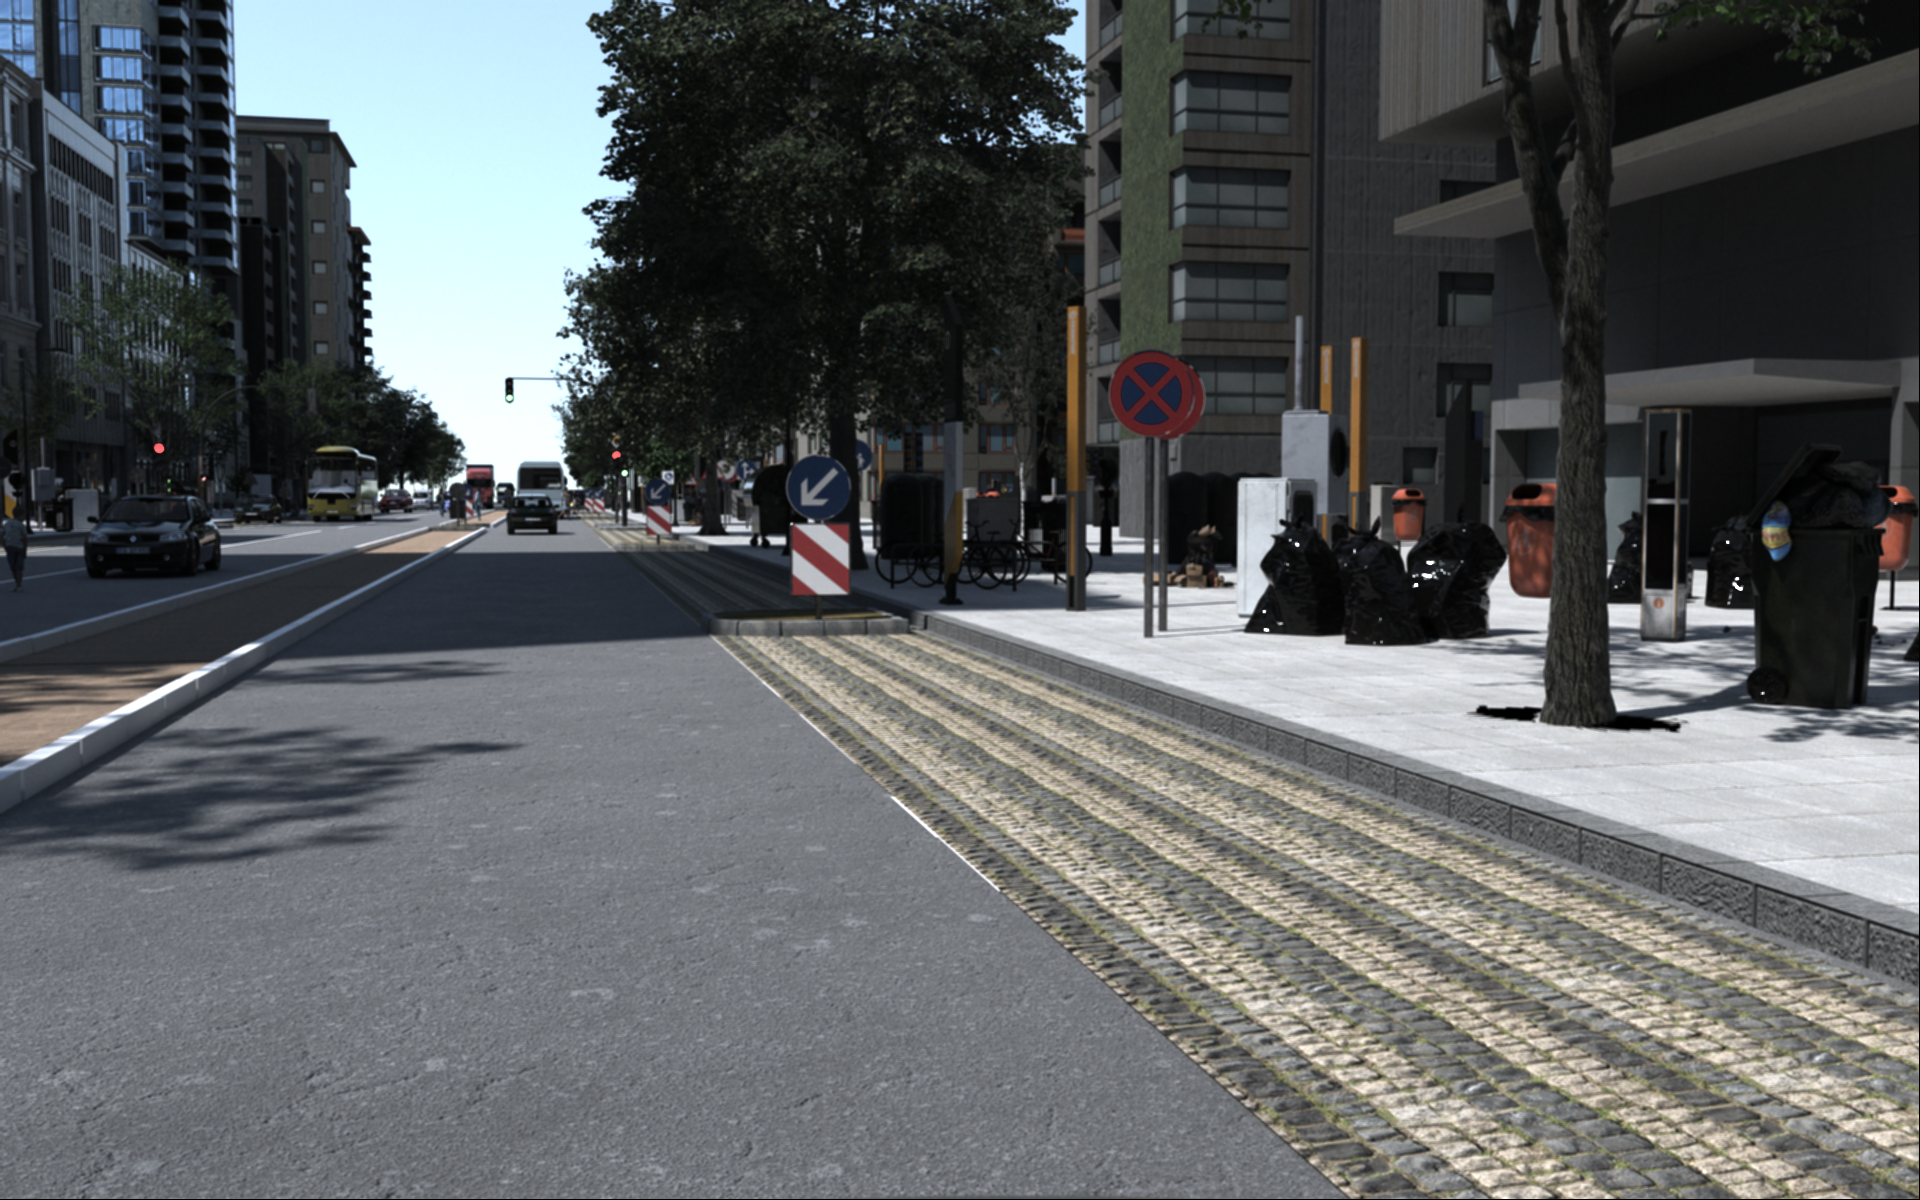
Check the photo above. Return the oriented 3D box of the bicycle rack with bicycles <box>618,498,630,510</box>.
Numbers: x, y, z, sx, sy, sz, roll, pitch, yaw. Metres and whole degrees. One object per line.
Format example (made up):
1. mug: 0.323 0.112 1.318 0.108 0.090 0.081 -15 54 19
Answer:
1. bicycle rack with bicycles: -27.311 -7.865 141.980 2.852 0.926 2.925 -2 4 -26

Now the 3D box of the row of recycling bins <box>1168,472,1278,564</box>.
1. row of recycling bins: 5.063 -1.578 32.913 1.069 1.692 3.534 3 5 41

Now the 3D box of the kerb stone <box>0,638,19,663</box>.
1. kerb stone: -8.241 0.440 14.997 0.120 0.150 1.000 -1 4 -13

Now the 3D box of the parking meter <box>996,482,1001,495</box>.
1. parking meter: 1.815 -4.623 81.297 0.255 1.863 0.399 0 3 0

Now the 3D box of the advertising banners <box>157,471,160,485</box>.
1. advertising banners: -55.353 -7.672 121.626 2.074 3.025 0.090 -1 4 -15

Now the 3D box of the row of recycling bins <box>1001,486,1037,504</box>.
1. row of recycling bins: 2.925 -4.857 86.532 1.069 1.692 3.534 -1 4 -19

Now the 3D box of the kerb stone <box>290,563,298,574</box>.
1. kerb stone: -12.000 -0.535 30.937 0.120 0.150 1.000 -1 4 -13

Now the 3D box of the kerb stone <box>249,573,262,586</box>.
1. kerb stone: -11.053 -0.291 26.959 0.120 0.150 1.000 -1 4 -13

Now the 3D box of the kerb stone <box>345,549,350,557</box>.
1. kerb stone: -13.891 -1.020 38.922 0.120 0.150 1.000 -1 4 -13

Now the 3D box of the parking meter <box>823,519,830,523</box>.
1. parking meter: -3.394 -2.433 45.490 0.255 1.863 0.399 3 5 41

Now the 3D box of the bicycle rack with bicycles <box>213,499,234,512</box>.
1. bicycle rack with bicycles: -59.154 -7.630 138.140 2.852 0.926 2.925 1 4 15

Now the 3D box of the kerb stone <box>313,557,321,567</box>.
1. kerb stone: -12.706 -0.718 33.931 0.120 0.150 1.000 -1 4 -13

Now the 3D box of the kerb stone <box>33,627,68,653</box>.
1. kerb stone: -8.462 0.384 15.995 0.120 0.150 1.000 -1 4 -13

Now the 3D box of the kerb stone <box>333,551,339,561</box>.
1. kerb stone: -13.413 -0.899 36.921 0.120 0.150 1.000 -1 4 -13

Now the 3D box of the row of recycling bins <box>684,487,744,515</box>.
1. row of recycling bins: -15.358 -6.105 106.935 3.534 1.692 1.069 0 4 7

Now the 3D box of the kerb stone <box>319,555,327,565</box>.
1. kerb stone: -12.940 -0.776 34.926 0.120 0.150 1.000 -1 4 -13

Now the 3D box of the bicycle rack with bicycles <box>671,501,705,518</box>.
1. bicycle rack with bicycles: -13.945 -4.703 90.275 2.925 0.926 2.852 -2 4 -26

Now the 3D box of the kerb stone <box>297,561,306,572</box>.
1. kerb stone: -12.242 -0.588 31.931 0.120 0.150 1.000 -1 4 -13

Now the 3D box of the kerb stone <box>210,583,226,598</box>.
1. kerb stone: -10.350 -0.103 23.963 0.120 0.150 1.000 -1 4 -13

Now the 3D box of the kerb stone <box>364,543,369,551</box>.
1. kerb stone: -14.831 -1.267 42.915 0.120 0.150 1.000 -1 4 -13

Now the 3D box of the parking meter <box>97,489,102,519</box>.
1. parking meter: -41.416 -4.569 83.108 0.372 1.533 0.369 0 3 0

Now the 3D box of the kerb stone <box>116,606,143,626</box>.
1. kerb stone: -9.168 0.197 18.980 0.120 0.150 1.000 -1 4 -13

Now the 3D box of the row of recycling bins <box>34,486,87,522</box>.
1. row of recycling bins: -41.709 -4.479 80.340 1.069 1.692 3.534 0 4 4

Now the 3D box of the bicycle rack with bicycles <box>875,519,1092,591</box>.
1. bicycle rack with bicycles: 0.119 -0.660 24.168 2.925 0.926 2.852 1 4 22

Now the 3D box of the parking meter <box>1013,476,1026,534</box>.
1. parking meter: 1.923 -3.072 55.944 0.255 1.863 0.399 3 4 37

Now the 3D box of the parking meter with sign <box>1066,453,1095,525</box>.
1. parking meter with sign: 5.316 -4.681 72.788 1.738 3.016 0.543 0 4 1

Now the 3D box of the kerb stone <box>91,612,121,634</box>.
1. kerb stone: -8.932 0.260 17.985 0.120 0.150 1.000 -1 4 -13

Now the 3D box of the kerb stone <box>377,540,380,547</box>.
1. kerb stone: -15.546 -1.448 45.907 0.120 0.150 1.000 -1 4 -13

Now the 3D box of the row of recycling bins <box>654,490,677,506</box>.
1. row of recycling bins: -24.274 -8.518 146.382 3.534 1.692 1.069 -1 4 -17

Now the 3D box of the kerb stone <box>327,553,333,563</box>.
1. kerb stone: -13.177 -0.840 35.926 0.120 0.150 1.000 -1 4 -13

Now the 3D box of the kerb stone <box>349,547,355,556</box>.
1. kerb stone: -14.126 -1.084 39.917 0.120 0.150 1.000 -1 4 -13

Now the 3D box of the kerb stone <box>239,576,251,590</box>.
1. kerb stone: -10.810 -0.230 25.955 0.120 0.150 1.000 -1 4 -13

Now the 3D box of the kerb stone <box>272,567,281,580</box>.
1. kerb stone: -11.529 -0.413 28.947 0.120 0.150 1.000 -1 4 -13

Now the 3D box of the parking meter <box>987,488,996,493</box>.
1. parking meter: 1.309 -3.903 72.221 0.372 1.533 0.369 0 3 0

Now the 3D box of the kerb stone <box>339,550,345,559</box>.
1. kerb stone: -13.650 -0.961 37.916 0.120 0.150 1.000 -1 4 -13

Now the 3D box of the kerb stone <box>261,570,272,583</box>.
1. kerb stone: -11.291 -0.349 27.953 0.120 0.150 1.000 -1 4 -13

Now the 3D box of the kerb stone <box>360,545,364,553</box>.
1. kerb stone: -14.598 -1.206 41.919 0.120 0.150 1.000 -1 4 -13

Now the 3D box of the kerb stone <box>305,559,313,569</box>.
1. kerb stone: -12.473 -0.656 32.927 0.120 0.150 1.000 -1 4 -13

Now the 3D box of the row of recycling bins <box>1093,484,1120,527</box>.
1. row of recycling bins: 6.414 -3.785 68.996 1.069 1.692 3.534 3 4 38

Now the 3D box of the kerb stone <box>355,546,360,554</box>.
1. kerb stone: -14.358 -1.145 40.917 0.120 0.150 1.000 -1 4 -13

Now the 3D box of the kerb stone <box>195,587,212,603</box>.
1. kerb stone: -10.116 -0.047 22.966 0.120 0.150 1.000 -1 4 -13

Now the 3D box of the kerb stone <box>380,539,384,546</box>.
1. kerb stone: -15.779 -1.510 46.905 0.120 0.150 1.000 -1 4 -13

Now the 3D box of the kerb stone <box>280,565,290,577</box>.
1. kerb stone: -11.760 -0.474 29.943 0.120 0.150 1.000 -1 4 -13

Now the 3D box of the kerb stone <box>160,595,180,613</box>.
1. kerb stone: -9.644 0.077 20.968 0.120 0.150 1.000 -1 4 -13

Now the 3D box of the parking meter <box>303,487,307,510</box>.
1. parking meter: -54.172 -8.410 143.219 0.255 1.863 0.399 -2 4 -30

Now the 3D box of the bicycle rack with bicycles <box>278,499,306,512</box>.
1. bicycle rack with bicycles: -48.256 -6.748 123.714 2.852 0.926 2.925 -2 4 -35

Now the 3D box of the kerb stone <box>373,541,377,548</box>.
1. kerb stone: -15.309 -1.389 44.910 0.120 0.150 1.000 -1 4 -13

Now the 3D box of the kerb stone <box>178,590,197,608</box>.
1. kerb stone: -9.872 0.014 21.965 0.120 0.150 1.000 -1 4 -13

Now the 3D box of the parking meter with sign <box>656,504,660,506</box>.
1. parking meter with sign: -17.548 -6.440 101.553 0.543 3.016 1.738 0 4 3

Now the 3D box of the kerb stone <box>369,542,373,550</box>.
1. kerb stone: -15.073 -1.328 43.908 0.120 0.150 1.000 -1 4 -13

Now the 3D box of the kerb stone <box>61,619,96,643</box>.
1. kerb stone: -8.695 0.318 16.990 0.120 0.150 1.000 -1 4 -13

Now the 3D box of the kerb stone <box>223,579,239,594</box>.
1. kerb stone: -10.581 -0.169 24.959 0.120 0.150 1.000 -1 4 -13

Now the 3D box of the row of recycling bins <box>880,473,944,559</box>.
1. row of recycling bins: -0.891 -1.750 35.724 1.069 1.692 3.534 1 4 10

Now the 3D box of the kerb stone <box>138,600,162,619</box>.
1. kerb stone: -9.405 0.136 19.974 0.120 0.150 1.000 -1 4 -13
